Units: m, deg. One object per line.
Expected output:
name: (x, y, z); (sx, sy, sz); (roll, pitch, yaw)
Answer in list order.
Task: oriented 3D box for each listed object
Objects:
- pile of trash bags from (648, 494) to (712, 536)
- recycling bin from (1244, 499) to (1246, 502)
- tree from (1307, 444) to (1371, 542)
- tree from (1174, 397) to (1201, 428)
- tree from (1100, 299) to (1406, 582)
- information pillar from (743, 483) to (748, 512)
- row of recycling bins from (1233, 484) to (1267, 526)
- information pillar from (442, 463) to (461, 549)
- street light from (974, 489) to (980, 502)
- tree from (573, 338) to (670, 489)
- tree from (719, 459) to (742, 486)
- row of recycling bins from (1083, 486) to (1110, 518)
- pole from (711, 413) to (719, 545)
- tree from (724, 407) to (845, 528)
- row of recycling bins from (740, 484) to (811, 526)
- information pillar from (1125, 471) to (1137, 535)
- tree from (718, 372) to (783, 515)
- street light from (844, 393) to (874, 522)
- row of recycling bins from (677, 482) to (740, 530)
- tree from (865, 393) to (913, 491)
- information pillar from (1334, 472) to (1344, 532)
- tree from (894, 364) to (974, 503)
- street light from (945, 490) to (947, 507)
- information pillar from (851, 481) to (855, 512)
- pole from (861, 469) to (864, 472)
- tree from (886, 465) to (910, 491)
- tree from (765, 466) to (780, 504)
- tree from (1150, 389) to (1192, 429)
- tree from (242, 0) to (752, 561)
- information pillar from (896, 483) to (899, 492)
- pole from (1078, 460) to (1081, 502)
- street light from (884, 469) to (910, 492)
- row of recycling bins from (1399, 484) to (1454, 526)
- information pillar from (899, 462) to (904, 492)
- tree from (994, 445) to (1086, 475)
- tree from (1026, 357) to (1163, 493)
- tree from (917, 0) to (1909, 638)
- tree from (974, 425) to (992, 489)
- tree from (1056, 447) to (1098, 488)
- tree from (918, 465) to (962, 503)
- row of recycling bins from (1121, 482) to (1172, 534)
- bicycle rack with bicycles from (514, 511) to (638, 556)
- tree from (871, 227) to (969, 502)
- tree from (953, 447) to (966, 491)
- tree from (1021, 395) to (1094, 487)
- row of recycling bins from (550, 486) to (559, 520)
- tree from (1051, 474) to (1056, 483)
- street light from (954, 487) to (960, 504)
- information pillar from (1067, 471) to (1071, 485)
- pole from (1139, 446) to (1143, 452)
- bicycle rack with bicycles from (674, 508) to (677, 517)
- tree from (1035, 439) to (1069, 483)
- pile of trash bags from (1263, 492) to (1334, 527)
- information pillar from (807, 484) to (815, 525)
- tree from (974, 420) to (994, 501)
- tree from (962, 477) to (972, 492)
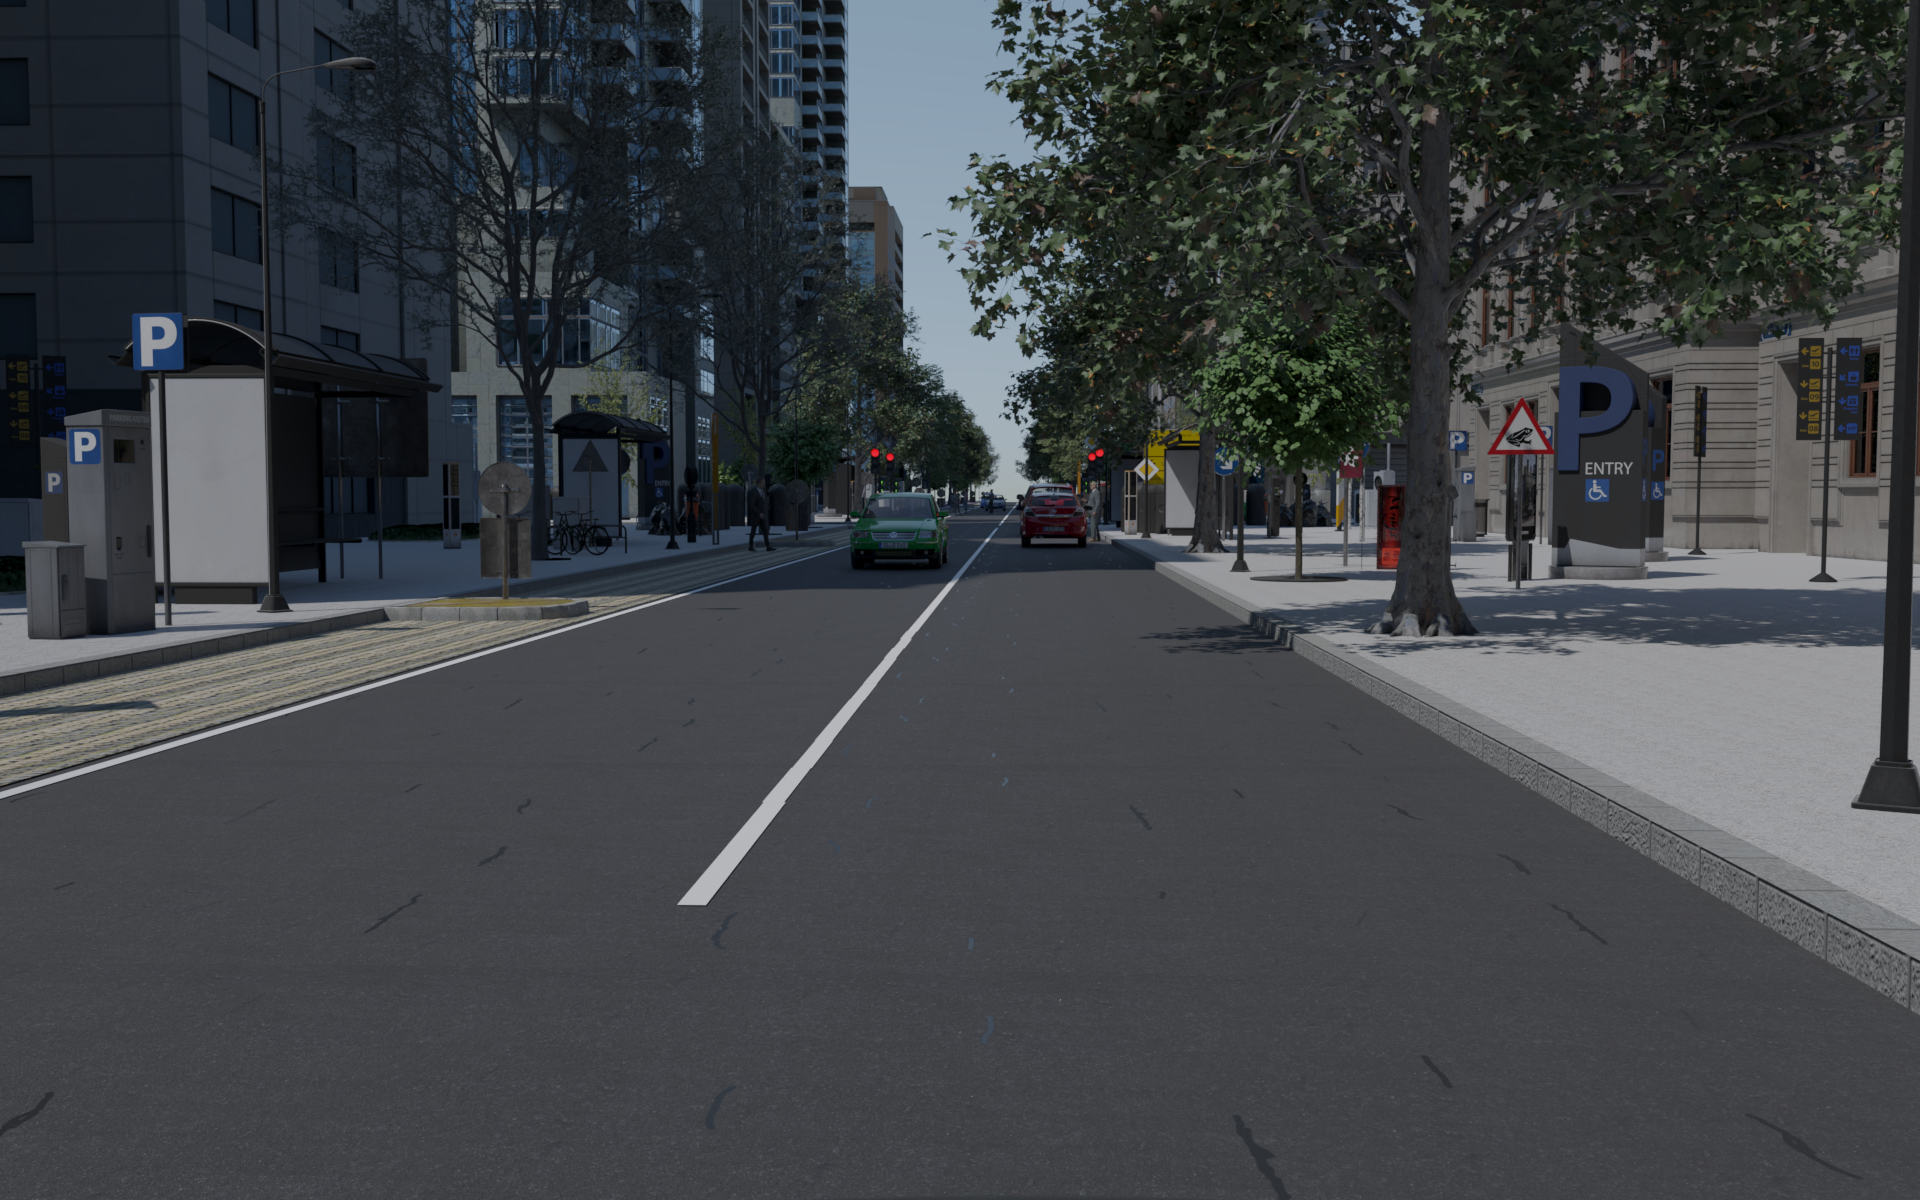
pile of trash bags: (-8.575, -2.701, 53.917); (1.912, 1.369, 3.447); (-1, 4, -19)
recycling bin: (15.461, -4.877, 92.293); (0.722, 1.027, 0.722); (-3, 5, -43)
tree: (10.584, -5.875, 46.417); (4.737, 8.622, 4.395); (0, 3, 0)
tree: (16.577, -10.688, 125.116); (4.737, 8.622, 4.395); (0, 3, 0)
tree: (5.009, -2.573, 25.775); (4.285, 4.588, 4.351); (0, 3, 0)
information pillar: (-14.603, -6.943, 118.016); (0.304, 2.012, 0.304); (0, 4, -6)
row of recycling bins: (10.756, -3.896, 70.814); (3.534, 1.692, 1.069); (1, 4, 10)
information pillar: (-11.900, -2.205, 40.539); (0.304, 2.012, 0.304); (3, 5, 42)
street light: (2.166, -17.715, 262.183); (1.470, 5.913, 1.316); (0, 4, 2)
tree: (-16.225, -8.087, 82.579); (4.737, 8.622, 4.395); (0, 3, 0)
tree: (-13.066, -6.139, 94.975); (1.663, 3.219, 1.824); (0, 3, 0)
row of recycling bins: (7.814, -5.212, 92.329); (1.069, 1.692, 3.534); (-2, 4, -35)
pole: (-6.190, -3.054, 43.781); (0.158, 3.312, 0.155); (0, 3, 0)
tree: (-5.956, -5.005, 65.538); (4.285, 4.588, 4.351); (0, 3, 0)
row of recycling bins: (-7.708, -3.812, 69.435); (3.534, 1.692, 1.069); (-1, 4, -23)
information pillar: (5.378, -3.057, 54.477); (0.304, 2.012, 0.304); (-1, 4, -20)
tree: (-12.801, -9.498, 105.646); (4.737, 8.622, 4.395); (0, 3, 0)
street light: (-4.634, -6.566, 79.890); (1.470, 5.913, 1.316); (0, 4, 2)
row of recycling bins: (-9.021, -3.316, 61.329); (1.069, 1.692, 3.534); (1, 4, 14)
tree: (-4.824, -10.301, 118.790); (4.360, 8.622, 3.978); (0, 3, 0)
information pillar: (13.083, -4.161, 59.394); (0.504, 3.616, 0.183); (-3, 5, -43)
tree: (-3.098, -14.229, 150.776); (7.486, 12.596, 7.792); (0, 3, 0)
street light: (-1.735, -11.236, 156.253); (1.470, 5.913, 1.316); (0, 4, 2)
information pillar: (-5.971, -5.697, 97.637); (0.304, 2.012, 0.304); (-1, 4, -15)
pole: (-7.754, -8.833, 138.262); (0.158, 3.312, 0.155); (0, 3, 0)
tree: (-4.159, -7.298, 113.927); (1.663, 3.219, 1.824); (0, 3, 0)
tree: (-12.923, -7.522, 117.586); (1.663, 3.219, 1.824); (0, 3, 0)
tree: (14.008, -10.256, 118.054); (4.360, 8.622, 3.978); (0, 3, 0)
tree: (-8.113, -7.501, 33.013); (12.009, 13.543, 11.850); (0, 3, 0)
information pillar: (-4.091, -6.490, 110.599); (0.304, 2.012, 0.304); (2, 4, 32)
pole: (6.983, -6.582, 101.458); (0.158, 3.312, 0.155); (0, 3, 0)
street light: (-3.856, -7.904, 101.774); (1.470, 5.913, 1.316); (0, 4, 2)
row of recycling bins: (19.110, -3.817, 69.516); (3.534, 1.692, 1.069); (2, 4, 24)
information pillar: (-3.772, -7.347, 111.480); (0.183, 3.616, 0.504); (-3, 5, -39)
tree: (13.370, -20.182, 240.342); (12.009, 13.543, 11.850); (0, 3, 0)
tree: (7.748, -10.854, 95.590); (7.486, 12.596, 7.792); (0, 3, 0)
tree: (4.390, -6.034, 15.672); (9.611, 12.733, 9.660); (0, 3, 0)
tree: (0.633, -20.414, 251.897); (7.486, 12.596, 7.792); (0, 3, 0)
tree: (7.780, -6.157, 84.378); (4.285, 4.588, 4.351); (0, 3, 0)
tree: (-2.486, -11.511, 171.922); (4.285, 4.588, 4.351); (0, 3, 0)
row of recycling bins: (6.264, -3.053, 57.037); (1.069, 1.692, 3.534); (-1, 4, -18)
bicycle rack with bicycles: (-8.402, -1.445, 37.015); (2.925, 0.926, 2.852); (3, 4, 39)
tree: (-6.305, -8.780, 53.931); (12.009, 13.543, 11.850); (0, 3, 0)
tree: (-0.664, -15.891, 210.182); (4.737, 8.622, 4.395); (0, 3, 0)
tree: (7.906, -11.729, 126.177); (7.601, 10.594, 8.767); (-2, 4, -24)
row of recycling bins: (-20.955, -4.748, 84.734); (3.534, 1.692, 1.069); (-2, 4, -35)
tree: (11.276, -12.254, 184.069); (4.285, 4.588, 4.351); (0, 3, 0)
street light: (-0.997, -12.566, 177.991); (1.470, 5.913, 1.316); (0, 4, 2)
information pillar: (9.447, -9.705, 150.025); (0.504, 3.616, 0.183); (3, 5, 41)
pole: (7.498, -4.764, 71.728); (0.158, 3.312, 0.155); (0, 3, 0)
bicycle rack with bicycles: (-10.794, -3.193, 65.593); (2.925, 0.926, 2.852); (-1, 4, -19)
tree: (9.750, -13.457, 170.392); (4.737, 8.622, 4.395); (0, 3, 0)
pile of trash bags: (12.910, -3.514, 67.202); (3.447, 1.369, 1.912); (-3, 5, -45)
information pillar: (-6.315, -4.188, 72.968); (0.304, 2.012, 0.304); (1, 4, 20)
tree: (1.167, -21.947, 269.194); (12.009, 13.543, 11.850); (0, 3, 0)
tree: (0.129, -15.140, 231.259); (4.285, 4.588, 4.351); (0, 3, 0)
